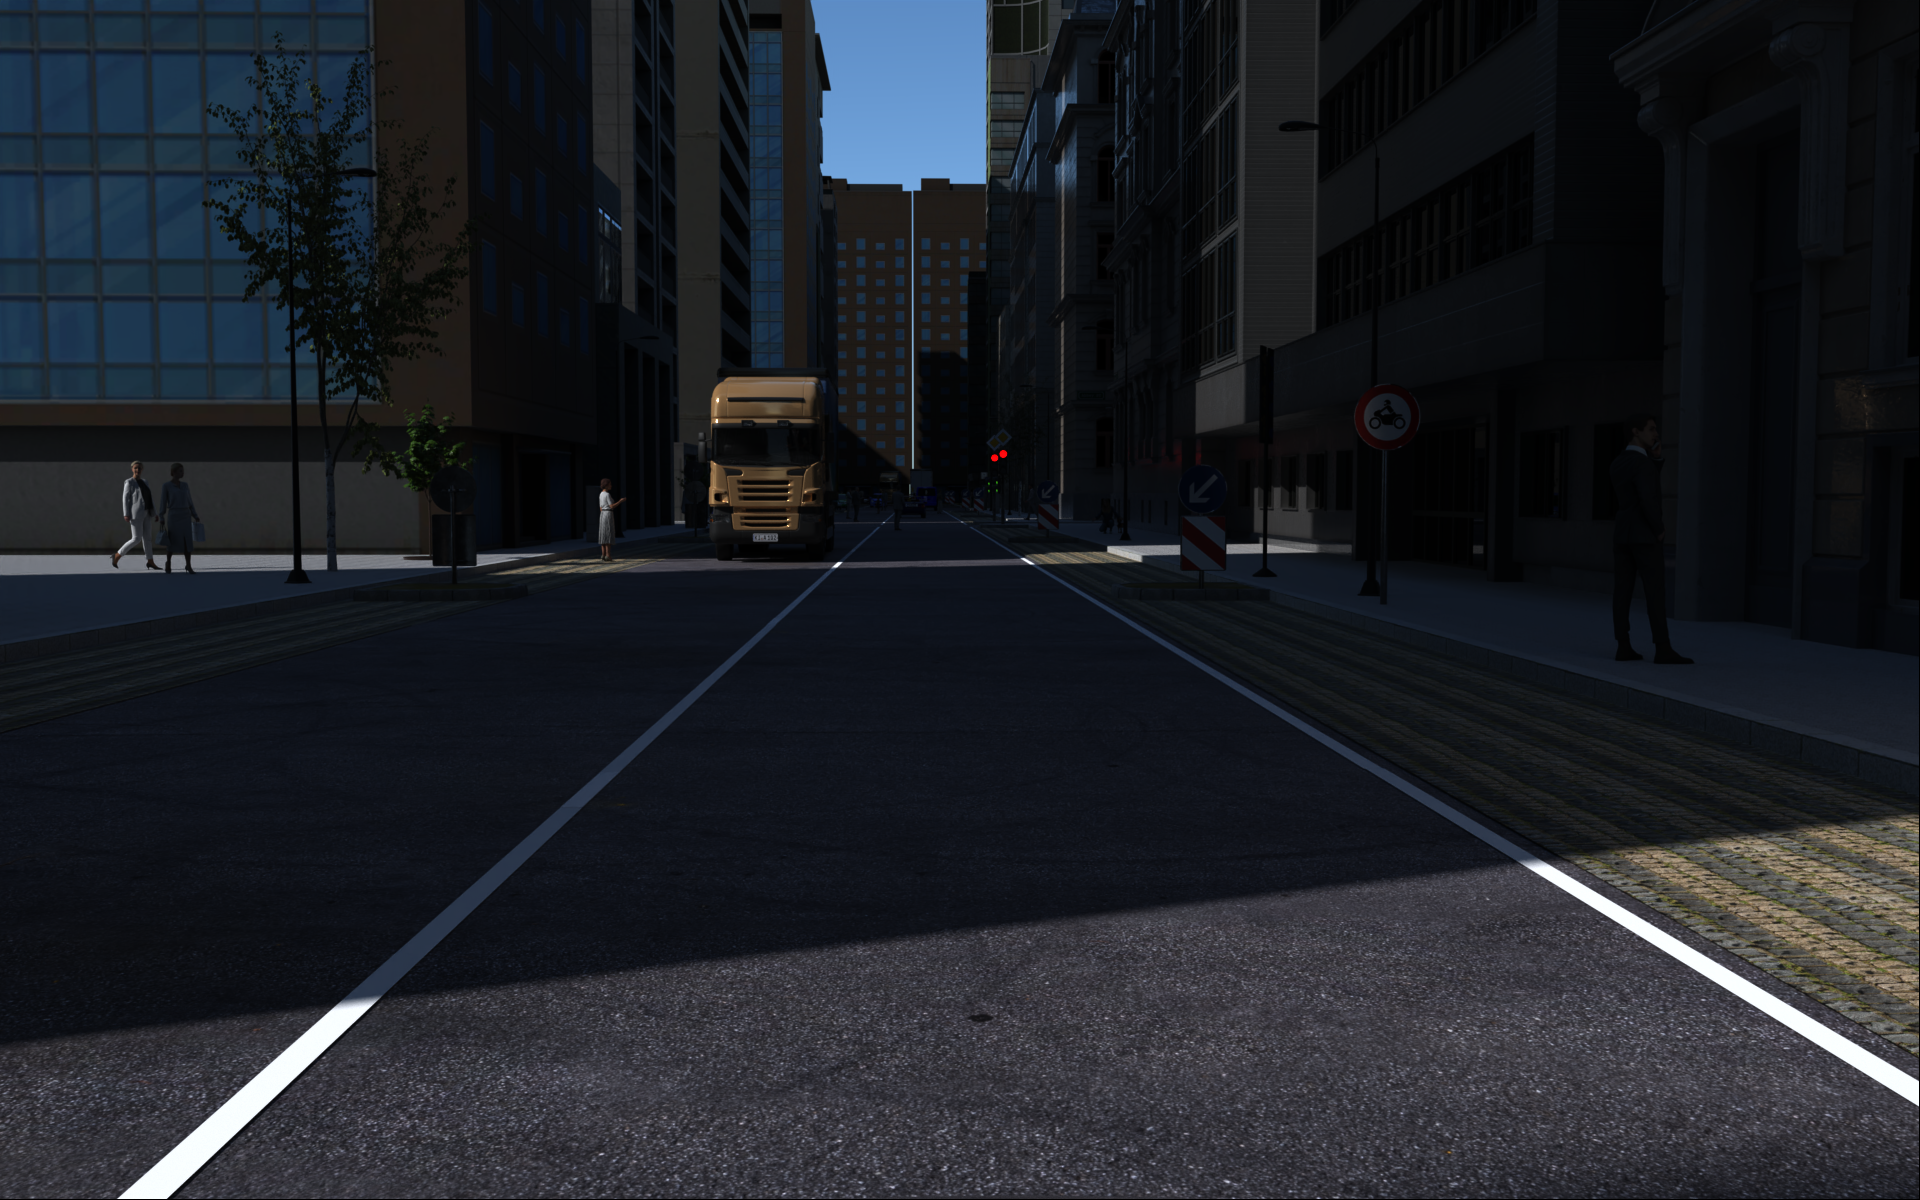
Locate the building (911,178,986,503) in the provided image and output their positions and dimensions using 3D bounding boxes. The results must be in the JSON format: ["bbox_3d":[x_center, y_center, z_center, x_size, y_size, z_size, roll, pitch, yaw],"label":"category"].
[{"bbox_3d":[0.430,-36.596,248.462,14.200,45.320,14.600,0,4,-1],"label":"building"}]

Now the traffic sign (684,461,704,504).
[{"bbox_3d":[-10.177,-4.041,66.178,0.768,2.556,0.104,0,4,3],"label":"traffic sign"}]

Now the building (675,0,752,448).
[{"bbox_3d":[-26.168,-30.337,119.717,21.300,48.544,21.600,0,4,-1],"label":"building"}]

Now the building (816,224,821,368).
[{"bbox_3d":[-21.654,-24.817,177.460,14.160,30.474,14.107,0,4,-1],"label":"building"}]

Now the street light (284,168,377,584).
[{"bbox_3d":[-9.001,-3.196,24.793,1.470,5.913,1.316,0,4,-1],"label":"street light"}]

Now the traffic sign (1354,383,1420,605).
[{"bbox_3d":[4.927,-1.221,20.072,0.768,2.556,0.104,0,4,-1],"label":"traffic sign"}]

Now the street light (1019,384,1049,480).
[{"bbox_3d":[3.203,-6.169,73.411,1.470,5.913,1.316,0,4,-1],"label":"street light"}]

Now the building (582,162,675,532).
[{"bbox_3d":[-27.029,-45.560,57.575,31.000,86.520,22.319,0,4,-1],"label":"building"}]

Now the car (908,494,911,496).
[{"bbox_3d":[-5.712,-12.346,212.076,2.015,1.641,3.980,0,4,0],"label":"car"}]

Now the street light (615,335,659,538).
[{"bbox_3d":[-9.497,-4.786,50.799,1.470,5.913,1.316,0,4,-1],"label":"street light"}]

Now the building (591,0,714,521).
[{"bbox_3d":[-23.539,-39.862,89.989,20.563,71.187,20.611,0,4,-1],"label":"building"}]

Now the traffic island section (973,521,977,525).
[{"bbox_3d":[1.643,-3.642,81.823,2.009,0.180,2.903,0,4,-1],"label":"traffic island section"}]

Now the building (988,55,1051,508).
[{"bbox_3d":[9.605,-29.462,165.301,14.154,41.232,14.086,0,4,-1],"label":"building"}]

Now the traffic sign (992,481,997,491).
[{"bbox_3d":[2.379,-7.014,116.813,0.606,2.300,0.079,0,3,0],"label":"traffic sign"}]

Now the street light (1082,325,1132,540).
[{"bbox_3d":[4.049,-4.608,47.888,1.470,5.913,1.316,0,4,-1],"label":"street light"}]

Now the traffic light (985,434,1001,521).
[{"bbox_3d":[1.603,-5.675,81.708,0.839,4.253,0.868,0,4,-1],"label":"traffic light"}]

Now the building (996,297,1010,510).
[{"bbox_3d":[8.612,-17.909,147.556,10.420,20.320,16.860,0,4,-1],"label":"building"}]

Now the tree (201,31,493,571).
[{"bbox_3d":[-10.189,-4.779,28.497,4.737,8.622,4.395,0,3,0],"label":"tree"}]

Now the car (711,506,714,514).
[{"bbox_3d":[-8.385,-3.407,65.291,1.945,1.707,3.694,0,4,0],"label":"car"}]

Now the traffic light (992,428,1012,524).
[{"bbox_3d":[1.809,-5.187,73.725,0.839,4.253,0.868,0,4,-1],"label":"traffic light"}]

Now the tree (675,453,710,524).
[{"bbox_3d":[-11.169,-4.891,74.563,1.663,3.219,1.824,0,3,0],"label":"tree"}]

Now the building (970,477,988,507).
[{"bbox_3d":[17.296,-30.132,184.540,32.217,40.220,23.993,0,4,-1],"label":"building"}]

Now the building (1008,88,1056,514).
[{"bbox_3d":[9.757,-21.147,123.246,11.434,29.767,29.804,0,4,-1],"label":"building"}]

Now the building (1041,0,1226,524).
[{"bbox_3d":[16.399,-18.441,88.892,23.554,28.519,14.401,0,4,-1],"label":"building"}]

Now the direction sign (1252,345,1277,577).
[{"bbox_3d":[4.736,-2.130,26.815,0.379,3.537,0.876,1,4,22],"label":"direction sign"}]

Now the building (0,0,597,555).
[{"bbox_3d":[-17.241,-23.953,41.739,14.600,45.320,14.200,0,4,-1],"label":"building"}]

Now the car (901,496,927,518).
[{"bbox_3d":[-2.932,-5.593,104.020,1.945,1.354,3.894,0,4,-2],"label":"car"}]

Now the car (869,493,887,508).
[{"bbox_3d":[-8.656,-10.686,184.310,1.945,1.707,3.694,0,4,0],"label":"car"}]

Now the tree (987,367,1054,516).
[{"bbox_3d":[3.472,-9.208,100.921,4.360,8.622,3.978,0,3,0],"label":"tree"}]

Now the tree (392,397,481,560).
[{"bbox_3d":[-10.468,-2.400,33.840,1.663,3.219,1.824,0,3,0],"label":"tree"}]

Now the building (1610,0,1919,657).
[{"bbox_3d":[13.790,-13.587,8.053,13.634,28.700,20.117,0,4,-1],"label":"building"}]

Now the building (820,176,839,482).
[{"bbox_3d":[-22.816,-33.020,223.478,14.086,41.232,14.154,0,4,-1],"label":"building"}]

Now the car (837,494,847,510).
[{"bbox_3d":[-10.632,-8.755,151.946,1.959,1.807,4.718,0,4,-3],"label":"car"}]

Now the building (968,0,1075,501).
[{"bbox_3d":[11.518,-46.992,206.572,20.563,71.187,20.611,0,4,-1],"label":"building"}]

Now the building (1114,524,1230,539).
[{"bbox_3d":[12.736,-16.679,60.091,14.401,28.519,23.554,0,4,-1],"label":"building"}]

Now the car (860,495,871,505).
[{"bbox_3d":[-12.590,-13.220,228.730,1.945,1.354,3.894,0,4,-1],"label":"car"}]

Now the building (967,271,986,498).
[{"bbox_3d":[7.918,-27.728,225.054,14.160,30.474,14.107,0,4,-1],"label":"building"}]

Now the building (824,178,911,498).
[{"bbox_3d":[-13.984,-36.603,248.574,14.200,45.320,14.600,0,4,-1],"label":"building"}]

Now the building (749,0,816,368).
[{"bbox_3d":[-19.649,-30.488,148.592,14.600,45.320,14.200,0,4,-1],"label":"building"}]

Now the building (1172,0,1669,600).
[{"bbox_3d":[13.308,-13.098,33.213,14.314,24.678,30.058,0,4,-1],"label":"building"}]

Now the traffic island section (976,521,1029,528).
[{"bbox_3d":[1.849,-3.154,73.840,2.009,0.180,2.903,0,4,-1],"label":"traffic island section"}]

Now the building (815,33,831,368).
[{"bbox_3d":[-29.554,-37.209,197.598,28.713,52.752,27.495,0,4,-1],"label":"building"}]
